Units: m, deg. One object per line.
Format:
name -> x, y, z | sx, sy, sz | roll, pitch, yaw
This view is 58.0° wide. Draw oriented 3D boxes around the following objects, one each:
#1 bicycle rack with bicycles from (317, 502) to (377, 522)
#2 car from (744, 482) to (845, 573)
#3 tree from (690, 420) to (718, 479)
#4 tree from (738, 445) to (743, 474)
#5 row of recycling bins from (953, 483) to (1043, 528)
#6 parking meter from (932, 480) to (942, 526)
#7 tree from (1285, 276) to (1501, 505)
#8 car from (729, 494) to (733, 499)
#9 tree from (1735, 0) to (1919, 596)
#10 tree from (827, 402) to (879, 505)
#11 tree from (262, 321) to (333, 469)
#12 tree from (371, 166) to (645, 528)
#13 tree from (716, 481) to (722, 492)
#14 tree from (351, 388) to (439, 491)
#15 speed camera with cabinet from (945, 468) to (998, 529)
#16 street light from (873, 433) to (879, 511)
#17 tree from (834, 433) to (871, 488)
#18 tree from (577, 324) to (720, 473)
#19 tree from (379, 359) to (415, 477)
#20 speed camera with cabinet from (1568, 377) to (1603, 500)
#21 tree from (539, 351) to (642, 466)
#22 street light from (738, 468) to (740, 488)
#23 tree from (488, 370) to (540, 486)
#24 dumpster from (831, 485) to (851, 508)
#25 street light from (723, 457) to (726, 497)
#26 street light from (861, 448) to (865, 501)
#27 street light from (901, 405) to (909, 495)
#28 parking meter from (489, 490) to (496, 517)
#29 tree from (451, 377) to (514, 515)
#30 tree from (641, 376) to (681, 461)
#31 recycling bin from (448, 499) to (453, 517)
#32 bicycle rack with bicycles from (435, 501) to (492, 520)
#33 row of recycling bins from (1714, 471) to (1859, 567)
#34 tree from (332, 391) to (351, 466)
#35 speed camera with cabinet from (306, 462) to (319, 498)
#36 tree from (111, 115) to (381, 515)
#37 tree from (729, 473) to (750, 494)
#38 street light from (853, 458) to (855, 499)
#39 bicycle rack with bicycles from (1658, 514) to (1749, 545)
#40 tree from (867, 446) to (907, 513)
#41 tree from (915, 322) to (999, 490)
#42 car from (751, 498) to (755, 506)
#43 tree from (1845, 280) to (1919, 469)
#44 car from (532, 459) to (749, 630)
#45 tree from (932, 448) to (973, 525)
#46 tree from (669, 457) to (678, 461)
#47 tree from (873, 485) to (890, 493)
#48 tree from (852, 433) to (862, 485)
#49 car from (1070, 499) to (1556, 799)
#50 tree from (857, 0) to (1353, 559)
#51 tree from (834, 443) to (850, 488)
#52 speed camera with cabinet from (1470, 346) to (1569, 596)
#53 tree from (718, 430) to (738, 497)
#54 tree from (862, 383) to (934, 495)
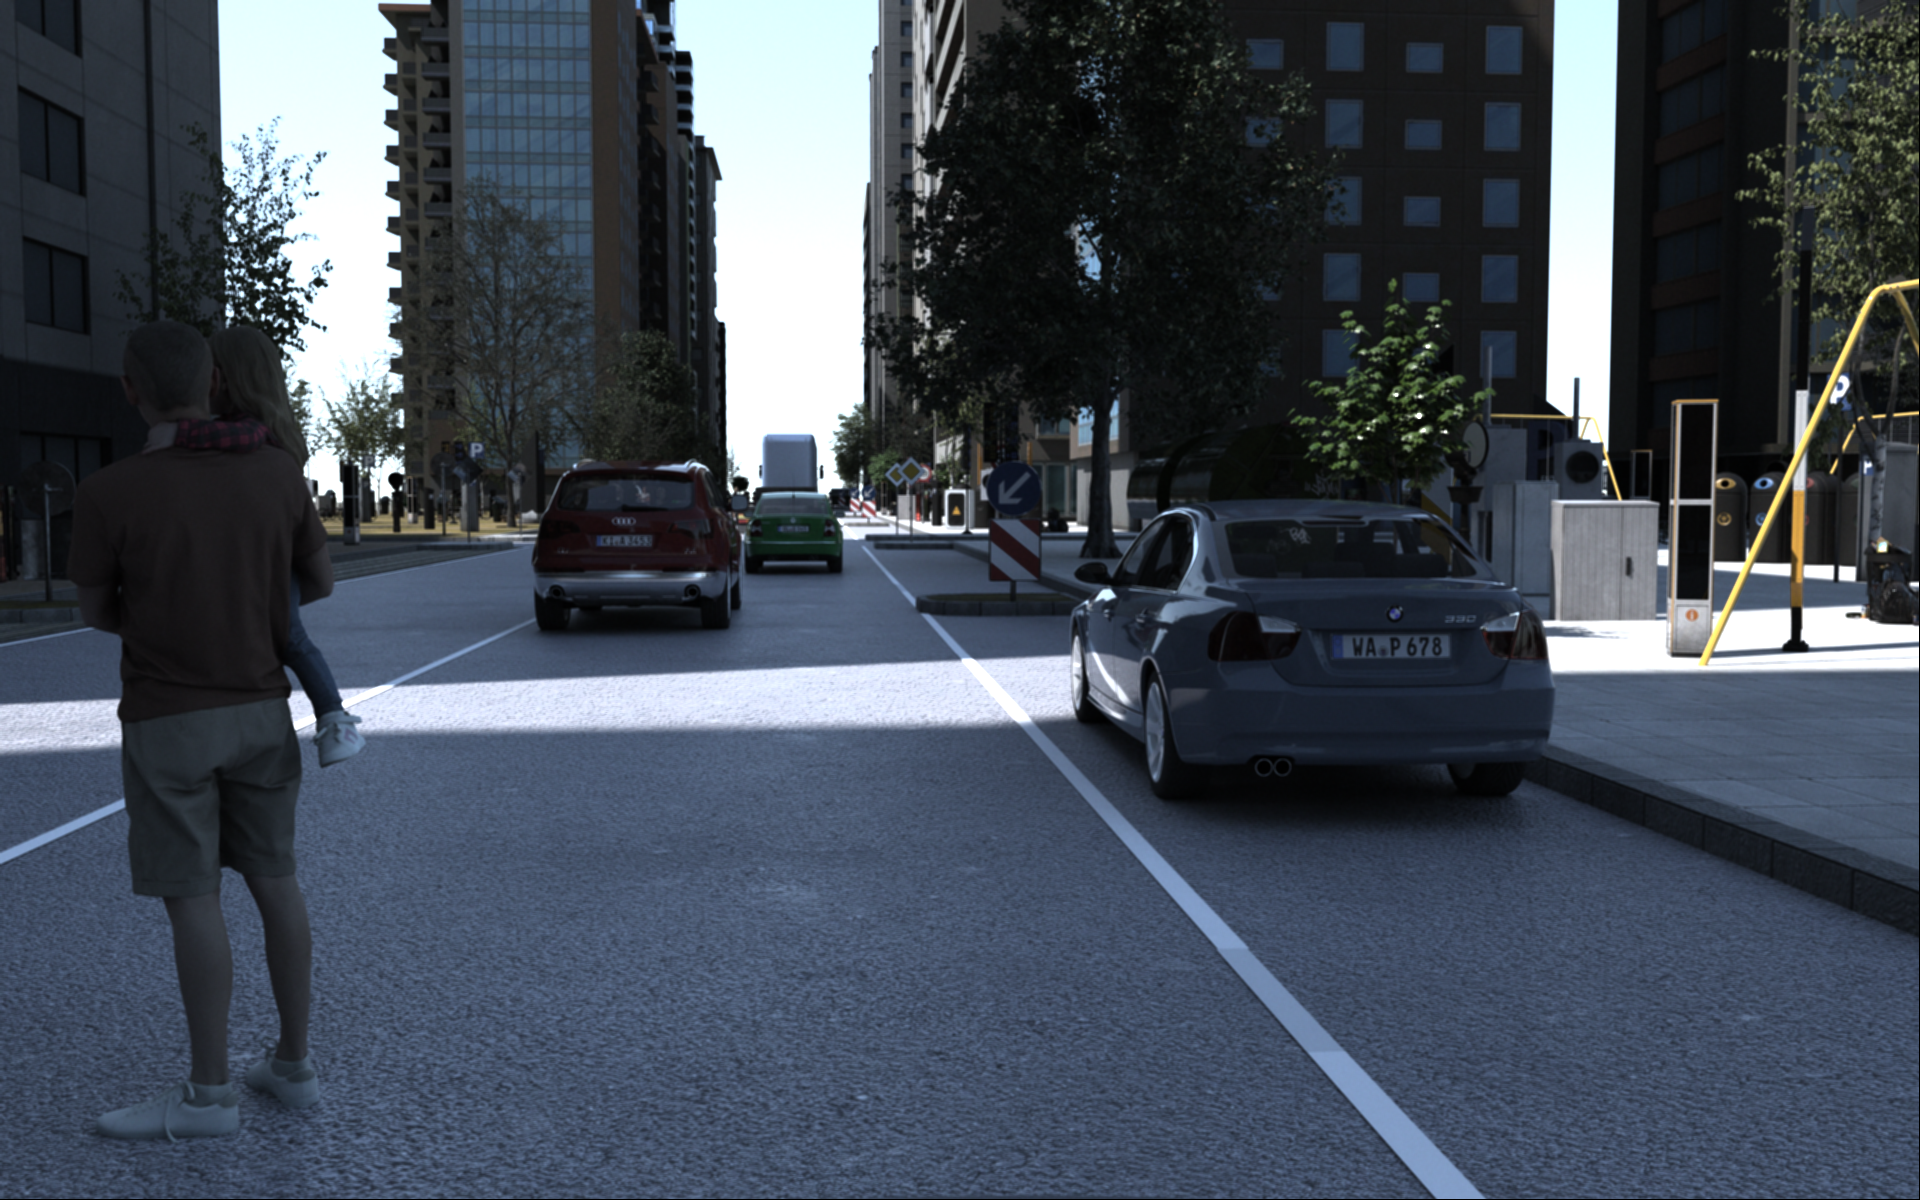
bicycle rack with bicycles -> -28.894, -4.156, 81.337 | 2.925, 0.926, 2.852 | -2, 4, -28
car -> -3.144, -1.472, 32.862 | 1.959, 1.807, 4.718 | 0, 4, -5
tree -> -24.962, -12.753, 158.878 | 4.360, 8.622, 3.978 | 0, 3, 0
tree -> -32.256, -17.800, 241.388 | 4.360, 8.622, 3.978 | 0, 3, 0
row of recycling bins -> 1.388, -3.530, 64.831 | 3.534, 1.692, 1.069 | 1, 4, 17
parking meter -> -0.923, -3.911, 69.661 | 0.255, 1.863, 0.399 | -3, 5, -45
tree -> 3.889, -1.280, 15.536 | 1.663, 3.219, 1.824 | 0, 3, 0
car -> -24.926, -11.138, 191.699 | 1.945, 1.707, 3.694 | 0, 4, -6
tree -> 11.744, -4.367, 21.760 | 4.737, 8.622, 4.395 | 0, 3, 0
tree -> -12.413, -17.986, 212.194 | 7.486, 12.596, 7.792 | 0, 3, 0
tree -> -30.312, -7.600, 74.625 | 4.360, 8.622, 3.978 | 0, 3, 0
tree -> -17.359, -9.522, 66.050 | 12.009, 13.543, 11.850 | 0, 3, 0
tree -> -28.811, -12.700, 202.247 | 1.663, 3.219, 1.824 | 0, 3, 0
tree -> -36.754, -10.000, 113.858 | 4.360, 8.622, 3.978 | 0, 3, 0
speed camera with cabinet -> 0.489, -4.194, 62.901 | 2.038, 3.252, 0.660 | 1, 4, 18
street light -> -6.220, -9.534, 128.661 | 0.468, 5.910, 1.993 | 0, 4, -5
tree -> -12.255, -15.289, 200.338 | 4.737, 8.622, 4.395 | 0, 3, 0
tree -> -21.026, -12.220, 116.813 | 9.611, 12.733, 9.660 | 0, 3, 0
tree -> -30.882, -8.478, 88.984 | 4.737, 8.622, 4.395 | 0, 3, 0
speed camera with cabinet -> 9.736, -2.135, 29.247 | 2.038, 3.252, 0.660 | 0, 4, 4
tree -> -18.557, -8.375, 87.299 | 4.360, 8.622, 3.978 | 0, 3, 0
street light -> -32.067, -17.041, 251.414 | 0.468, 5.910, 1.993 | 0, 4, -5
tree -> -23.237, -8.911, 96.054 | 4.360, 8.622, 3.978 | 0, 3, 0
dumpster -> -11.403, -9.844, 165.904 | 1.985, 2.255, 1.502 | 0, 4, -4
street light -> -28.891, -14.662, 212.503 | 0.468, 5.910, 1.993 | 0, 4, -5
street light -> -9.223, -11.763, 165.104 | 0.468, 5.910, 1.993 | 0, 4, -5
street light -> -2.871, -7.147, 89.645 | 0.468, 5.910, 1.993 | 0, 4, -5
parking meter -> -26.372, -5.465, 97.761 | 0.372, 1.533, 0.369 | 0, 3, 0
tree -> -29.479, -9.569, 106.813 | 4.737, 8.622, 4.395 | 0, 3, 0
tree -> -19.878, -9.576, 106.924 | 4.360, 8.622, 3.978 | 0, 3, 0
recycling bin -> -29.122, -5.229, 98.042 | 0.722, 1.027, 0.722 | -2, 4, -26
bicycle rack with bicycles -> -25.147, -4.467, 86.414 | 2.925, 0.926, 2.852 | 0, 4, 6
row of recycling bins -> 15.337, -1.515, 31.882 | 1.069, 1.692, 3.534 | -2, 4, -33
tree -> -41.091, -9.633, 107.860 | 4.360, 8.622, 3.978 | 0, 3, 0
speed camera with cabinet -> -39.467, -6.741, 104.543 | 0.660, 3.252, 2.038 | 0, 4, 7
tree -> -14.161, -5.107, 33.868 | 4.737, 8.622, 4.395 | 0, 3, 0
tree -> -33.967, -17.336, 267.160 | 4.285, 4.588, 4.351 | 0, 3, 0
street light -> -12.556, -14.195, 204.876 | 0.468, 5.910, 1.993 | 0, 4, -5
bicycle rack with bicycles -> 18.715, -1.836, 43.400 | 2.852, 0.926, 2.925 | -3, 4, -37
tree -> -4.635, -8.165, 117.219 | 4.285, 4.588, 4.351 | 0, 3, 0
tree -> -0.078, -7.095, 66.358 | 4.737, 8.622, 4.395 | 0, 3, 0
car -> -17.237, -8.757, 152.210 | 2.155, 1.783, 4.494 | 0, 4, -6
tree -> 25.015, -5.711, 43.743 | 4.360, 8.622, 3.978 | 0, 3, 0
car -> -3.588, -0.685, 19.873 | 2.281, 1.827, 5.304 | 0, 4, -5
tree -> -0.248, -4.769, 72.567 | 1.663, 3.219, 1.824 | 0, 3, 0
tree -> -23.845, -9.823, 144.315 | 4.285, 4.588, 4.351 | 0, 3, 0
tree -> -6.513, -9.166, 144.468 | 1.663, 3.219, 1.824 | 0, 3, 0
tree -> -5.987, -11.432, 137.278 | 4.360, 8.622, 3.978 | 0, 3, 0
car -> 1.690, 0.155, 9.474 | 2.014, 1.417, 4.499 | 0, 4, -4
tree -> 2.837, -7.179, 34.389 | 9.611, 12.733, 9.660 | 0, 3, 0
tree -> -14.571, -17.116, 230.206 | 4.360, 8.622, 3.978 | 0, 3, 0
speed camera with cabinet -> 7.233, -1.729, 22.605 | 0.660, 3.252, 2.038 | 0, 4, 2
tree -> -26.516, -14.246, 183.277 | 4.360, 8.622, 3.978 | 0, 3, 0
tree -> -3.097, -9.714, 109.182 | 4.360, 8.622, 3.978 | 0, 3, 0
